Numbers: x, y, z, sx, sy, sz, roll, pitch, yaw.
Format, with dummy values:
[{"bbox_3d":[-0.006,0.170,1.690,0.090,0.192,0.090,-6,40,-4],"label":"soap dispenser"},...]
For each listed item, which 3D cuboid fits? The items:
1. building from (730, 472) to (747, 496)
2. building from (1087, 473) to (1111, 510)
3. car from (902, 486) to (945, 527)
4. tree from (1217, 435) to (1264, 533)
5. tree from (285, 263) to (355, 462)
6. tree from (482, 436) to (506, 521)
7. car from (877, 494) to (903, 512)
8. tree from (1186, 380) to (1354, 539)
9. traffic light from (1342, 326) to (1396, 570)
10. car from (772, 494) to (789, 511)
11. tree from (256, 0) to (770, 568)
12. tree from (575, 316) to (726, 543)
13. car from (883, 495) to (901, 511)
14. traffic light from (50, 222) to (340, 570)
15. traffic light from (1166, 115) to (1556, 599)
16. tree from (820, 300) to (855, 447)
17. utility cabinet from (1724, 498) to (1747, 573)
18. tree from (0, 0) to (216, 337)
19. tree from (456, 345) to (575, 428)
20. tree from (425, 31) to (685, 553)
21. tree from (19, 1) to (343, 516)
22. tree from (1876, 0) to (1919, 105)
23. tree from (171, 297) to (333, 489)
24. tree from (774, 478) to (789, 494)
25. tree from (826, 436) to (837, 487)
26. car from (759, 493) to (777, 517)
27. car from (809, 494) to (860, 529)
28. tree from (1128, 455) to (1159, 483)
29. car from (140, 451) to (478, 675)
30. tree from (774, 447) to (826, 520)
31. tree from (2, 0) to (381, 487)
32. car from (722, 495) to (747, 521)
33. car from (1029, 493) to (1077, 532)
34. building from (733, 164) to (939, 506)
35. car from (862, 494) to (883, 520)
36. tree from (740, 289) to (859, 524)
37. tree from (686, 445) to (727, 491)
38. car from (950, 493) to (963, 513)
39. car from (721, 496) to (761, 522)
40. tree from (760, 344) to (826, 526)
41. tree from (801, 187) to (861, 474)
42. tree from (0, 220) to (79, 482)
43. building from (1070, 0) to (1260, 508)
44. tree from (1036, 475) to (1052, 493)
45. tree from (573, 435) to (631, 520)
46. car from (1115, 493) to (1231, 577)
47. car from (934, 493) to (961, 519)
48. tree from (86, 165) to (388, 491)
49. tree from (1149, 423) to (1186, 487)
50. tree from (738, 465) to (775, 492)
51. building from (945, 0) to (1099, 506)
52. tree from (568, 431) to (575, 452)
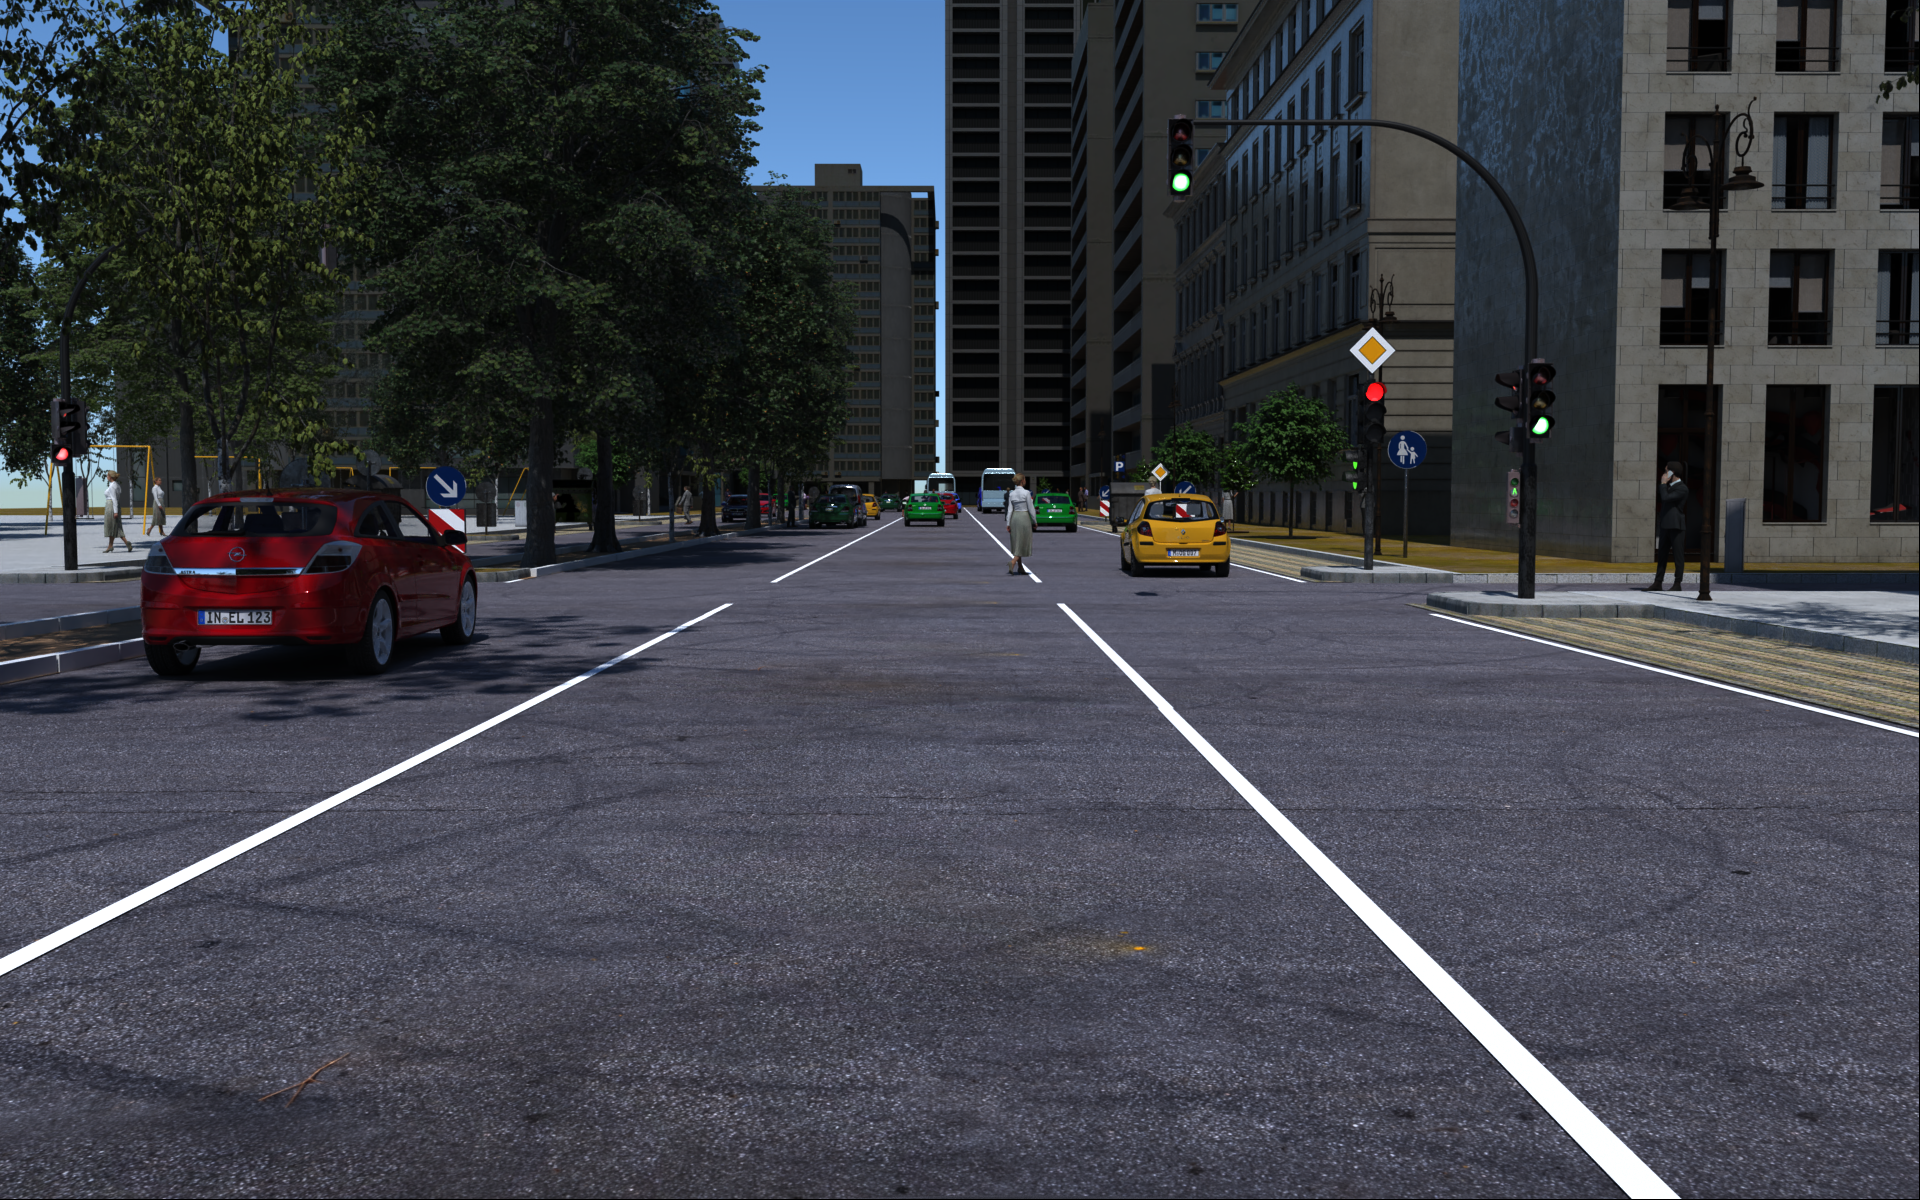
[{"bbox_3d":[-40.957,-22.007,204.854,28.899,21.520,27.650,0,4,0],"label":"building"},{"bbox_3d":[27.269,-27.603,143.184,32.217,40.220,23.993,0,4,0],"label":"building"},{"bbox_3d":[-1.621,-4.224,77.865,1.959,1.807,4.718,0,4,-2],"label":"car"},{"bbox_3d":[8.940,-3.814,56.954,1.663,3.219,1.824,0,3,0],"label":"tree"},{"bbox_3d":[-21.061,-6.326,53.795,4.360,8.622,3.978,0,3,0],"label":"tree"},{"bbox_3d":[-22.396,-8.132,83.325,4.737,8.622,4.395,0,3,0],"label":"tree"},{"bbox_3d":[-5.607,-7.767,138.783,2.131,1.459,4.920,0,4,1],"label":"car"},{"bbox_3d":[9.541,-4.024,49.511,4.285,4.588,4.351,0,3,0],"label":"tree"},{"bbox_3d":[6.897,-2.464,29.207,0.839,4.253,0.868,0,4,0],"label":"traffic light"},{"bbox_3d":[-15.567,-8.653,150.277,1.959,1.807,4.718,0,3,0],"label":"car"},{"bbox_3d":[-7.973,-7.543,32.439,9.857,13.997,8.962,0,3,0],"label":"tree"},{"bbox_3d":[-8.433,-5.972,50.455,4.737,8.622,4.395,0,3,0],"label":"tree"},{"bbox_3d":[-5.821,-8.239,146.708,2.014,1.417,4.499,0,4,1],"label":"car"},{"bbox_3d":[-12.872,-3.330,29.114,4.771,5.953,1.251,0,4,0],"label":"traffic light"},{"bbox_3d":[4.851,-2.838,21.069,4.771,5.953,1.251,0,4,0],"label":"traffic light"},{"bbox_3d":[-8.417,-8.453,57.676,9.611,12.733,9.660,0,3,0],"label":"tree"},{"bbox_3d":[12.866,-1.076,28.761,0.306,1.237,1.020,2,4,25],"label":"utility cabinet"},{"bbox_3d":[-8.480,-3.764,14.363,4.360,8.622,3.978,0,3,0],"label":"tree"},{"bbox_3d":[-18.535,-8.525,73.801,8.767,10.594,7.601,1,4,23],"label":"tree"},{"bbox_3d":[-8.715,-7.512,42.289,9.611,12.733,9.660,0,3,0],"label":"tree"},{"bbox_3d":[-18.763,-7.513,40.962,7.486,12.596,7.792,0,3,0],"label":"tree"},{"bbox_3d":[9.211,-3.882,13.841,4.360,8.622,3.978,0,3,0],"label":"tree"},{"bbox_3d":[-33.208,-8.970,81.072,7.601,10.594,8.767,-3,5,-40],"label":"tree"},{"bbox_3d":[-18.734,-11.258,178.663,1.663,3.219,1.824,0,3,0],"label":"tree"},{"bbox_3d":[-8.336,-8.412,90.356,4.737,8.622,4.395,0,3,0],"label":"tree"},{"bbox_3d":[-12.446,-6.024,107.535,2.155,1.783,4.494,0,4,0],"label":"car"},{"bbox_3d":[-5.273,-3.714,72.530,2.131,1.459,4.920,0,4,1],"label":"car"},{"bbox_3d":[9.107,-5.528,84.991,1.663,3.219,1.824,0,3,0],"label":"tree"},{"bbox_3d":[-5.528,-0.376,15.193,2.155,1.783,4.494,0,4,-2],"label":"car"},{"bbox_3d":[-8.663,-8.696,94.994,4.360,8.622,3.978,0,3,0],"label":"tree"},{"bbox_3d":[-8.170,-4.048,19.005,4.737,8.622,4.395,0,3,0],"label":"tree"},{"bbox_3d":[-11.767,-4.975,93.348,2.014,1.417,4.499,0,4,-2],"label":"car"},{"bbox_3d":[3.500,-3.513,66.228,1.959,1.807,4.718,0,4,0],"label":"car"},{"bbox_3d":[-14.523,-31.470,206.420,23.993,40.220,32.217,0,4,0],"label":"building"},{"bbox_3d":[-5.339,-5.288,96.682,2.015,1.641,3.980,0,4,0],"label":"car"},{"bbox_3d":[-8.750,-9.968,83.556,7.486,12.596,7.792,0,3,0],"label":"tree"},{"bbox_3d":[-17.985,-10.746,126.059,4.360,8.622,3.978,0,3,0],"label":"tree"},{"bbox_3d":[-0.757,-7.587,133.631,1.945,1.707,3.694,0,4,-1],"label":"car"},{"bbox_3d":[-11.225,-4.671,88.946,1.945,1.354,3.894,0,4,-1],"label":"car"},{"bbox_3d":[-8.424,-7.580,76.755,4.737,8.622,4.395,0,3,0],"label":"tree"},{"bbox_3d":[-8.327,-9.792,69.210,9.857,13.997,8.962,0,3,0],"label":"tree"},{"bbox_3d":[-39.560,-9.301,69.080,9.611,12.733,9.660,0,3,0],"label":"tree"},{"bbox_3d":[22.005,-33.178,166.168,21.300,48.544,21.600,0,4,0],"label":"building"},{"bbox_3d":[8.159,-10.811,171.367,1.663,3.219,1.824,0,3,0],"label":"tree"},{"bbox_3d":[-17.430,-6.239,85.715,4.285,4.588,4.351,0,3,0],"label":"tree"},{"bbox_3d":[3.844,-1.292,31.340,2.015,1.641,3.980,0,4,2],"label":"car"},{"bbox_3d":[-1.018,-5.571,100.124,2.155,1.783,4.494,0,4,1],"label":"car"},{"bbox_3d":[-26.599,-9.367,63.523,12.009,13.543,11.850,0,3,0],"label":"tree"},{"bbox_3d":[9.988,-5.615,75.526,4.285,4.588,4.351,0,3,0],"label":"tree"},{"bbox_3d":[-18.728,-10.730,159.146,4.285,4.588,4.351,0,3,0],"label":"tree"},{"bbox_3d":[8.618,-46.608,200.291,20.611,71.187,20.563,0,4,0],"label":"building"},{"bbox_3d":[-20.464,-8.820,94.567,4.737,8.622,4.395,0,3,0],"label":"tree"}]
